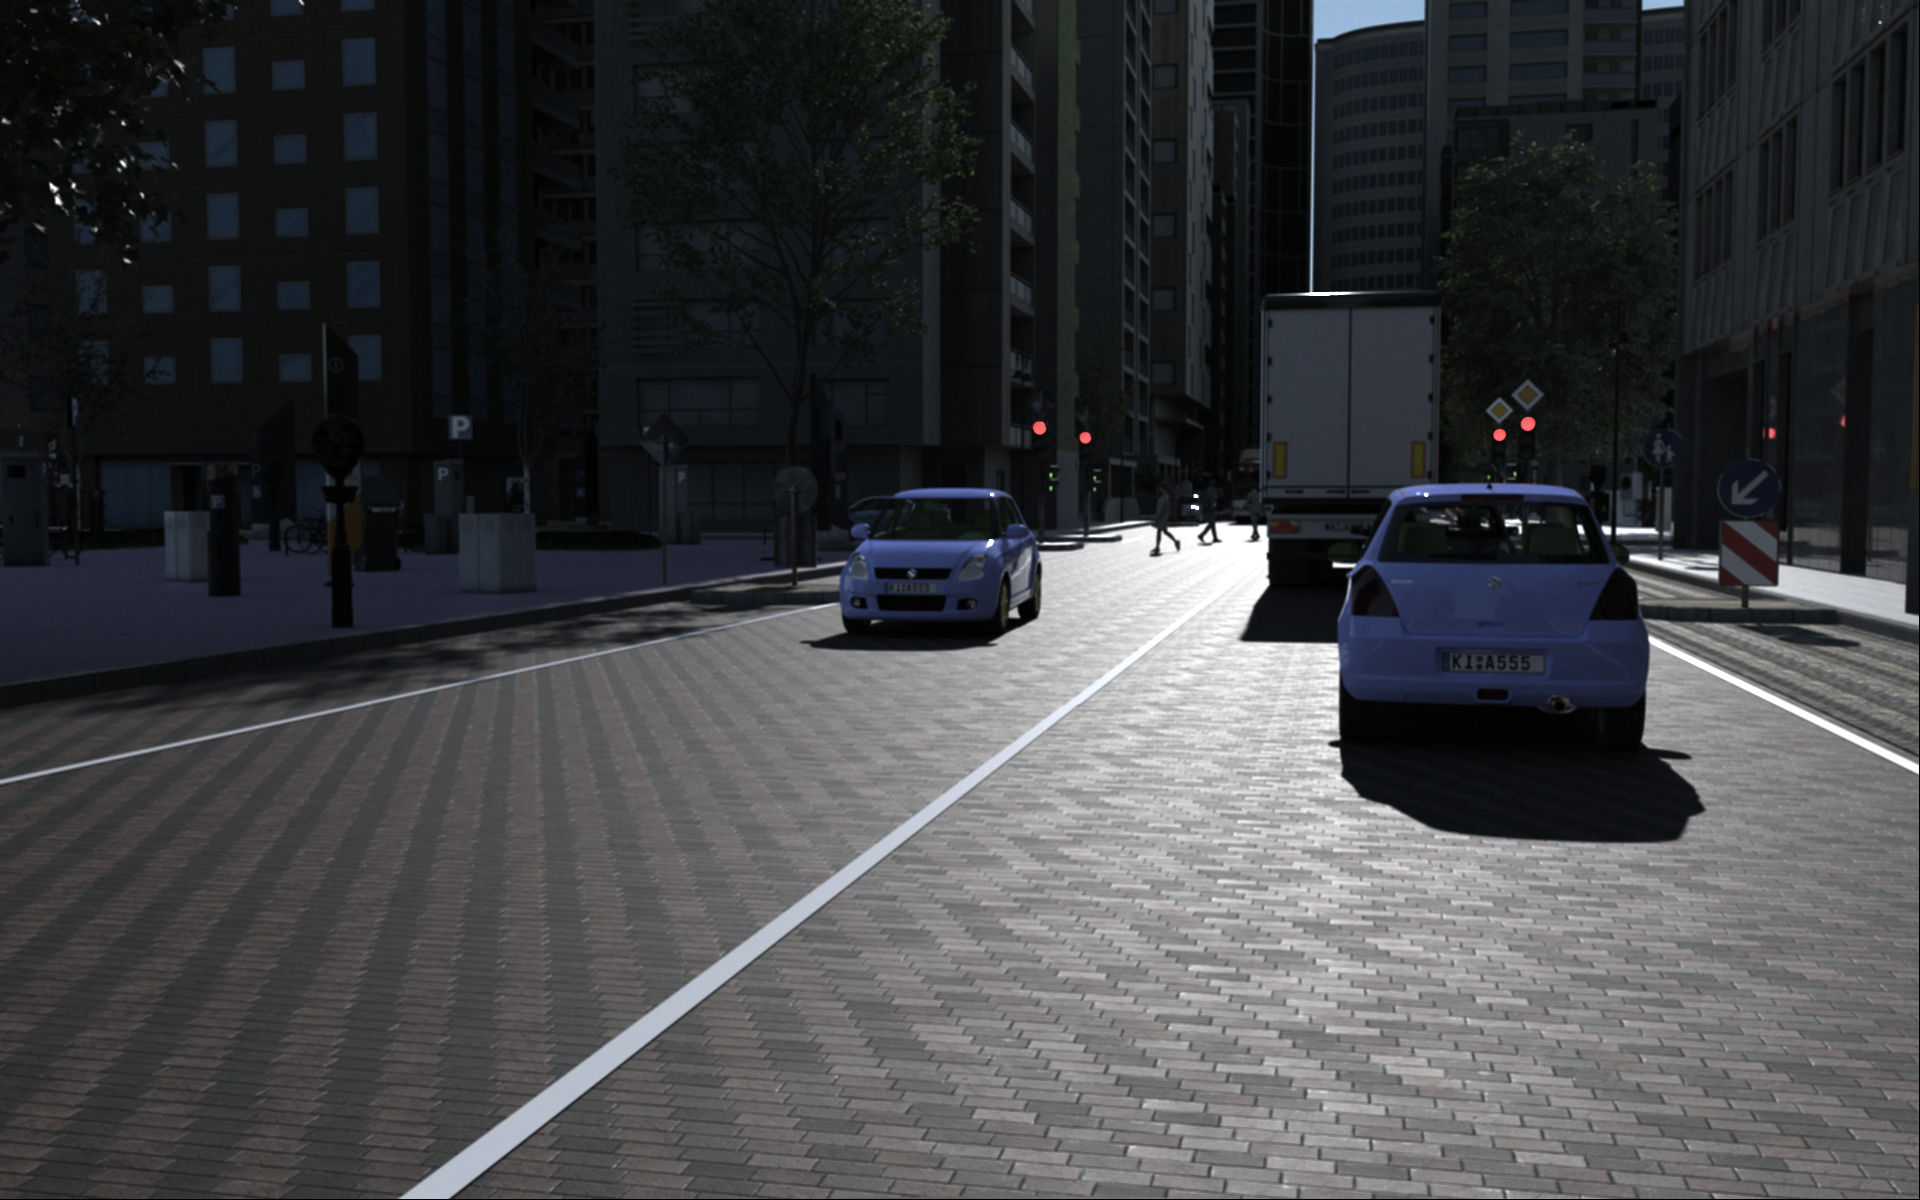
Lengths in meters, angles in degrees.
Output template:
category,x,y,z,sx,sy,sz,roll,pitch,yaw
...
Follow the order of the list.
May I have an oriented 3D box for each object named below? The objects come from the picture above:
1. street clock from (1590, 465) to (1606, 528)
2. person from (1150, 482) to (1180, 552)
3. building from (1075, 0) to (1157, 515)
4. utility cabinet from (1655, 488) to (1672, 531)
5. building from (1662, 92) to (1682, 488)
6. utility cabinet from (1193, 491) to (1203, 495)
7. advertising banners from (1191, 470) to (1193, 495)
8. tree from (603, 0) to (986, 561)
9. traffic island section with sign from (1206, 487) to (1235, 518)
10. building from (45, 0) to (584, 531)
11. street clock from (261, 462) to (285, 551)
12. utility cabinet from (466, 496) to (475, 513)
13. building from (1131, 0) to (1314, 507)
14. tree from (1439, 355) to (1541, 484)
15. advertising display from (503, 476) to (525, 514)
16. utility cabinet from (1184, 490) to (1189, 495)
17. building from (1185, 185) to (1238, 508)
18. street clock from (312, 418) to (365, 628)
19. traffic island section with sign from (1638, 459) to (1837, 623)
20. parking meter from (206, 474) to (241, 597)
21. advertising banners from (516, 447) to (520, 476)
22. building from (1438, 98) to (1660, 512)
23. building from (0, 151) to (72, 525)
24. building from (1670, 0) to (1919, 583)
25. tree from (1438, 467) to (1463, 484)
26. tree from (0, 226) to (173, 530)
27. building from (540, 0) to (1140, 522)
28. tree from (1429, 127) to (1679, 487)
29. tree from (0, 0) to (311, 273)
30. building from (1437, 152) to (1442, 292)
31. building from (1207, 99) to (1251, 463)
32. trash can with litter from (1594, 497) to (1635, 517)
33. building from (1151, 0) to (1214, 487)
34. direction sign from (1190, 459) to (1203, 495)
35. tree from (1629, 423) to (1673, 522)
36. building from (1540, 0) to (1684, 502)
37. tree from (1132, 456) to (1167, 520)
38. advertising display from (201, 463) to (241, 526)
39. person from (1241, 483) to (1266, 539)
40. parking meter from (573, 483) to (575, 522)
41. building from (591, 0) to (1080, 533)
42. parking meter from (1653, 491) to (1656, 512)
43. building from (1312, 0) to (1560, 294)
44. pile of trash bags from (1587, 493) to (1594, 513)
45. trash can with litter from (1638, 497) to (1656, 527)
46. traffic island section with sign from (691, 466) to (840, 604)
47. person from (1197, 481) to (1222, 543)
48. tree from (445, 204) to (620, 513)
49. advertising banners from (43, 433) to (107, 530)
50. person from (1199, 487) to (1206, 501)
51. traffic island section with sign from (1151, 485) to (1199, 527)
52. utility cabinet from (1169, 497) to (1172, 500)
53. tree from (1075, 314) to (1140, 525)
category,x,y,z,sx,sy,sz,roll,pitch,yaw
street clock,15.775,-2.342,42.858,0.358,2.002,0.471,0,4,-1
person,5.059,-2.050,42.768,0.760,1.731,0.466,-1,4,-21
building,4.463,-41.517,117.058,20.563,71.187,20.611,1,4,13
utility cabinet,24.190,-3.065,58.786,1.173,1.500,0.318,-1,4,-19
building,82.360,-32.449,180.659,14.200,45.320,14.600,1,4,13
utility cabinet,16.780,-6.813,120.070,1.173,1.500,0.318,1,4,23
advertising banners,14.601,-6.905,109.091,0.090,3.025,2.074,0,4,8
tree,-3.117,-6.566,33.109,9.928,11.665,9.643,0,3,0
traffic island section with sign,15.503,-5.805,103.538,1.989,1.847,2.006,1,4,13
building,-24.234,-25.464,66.451,14.200,45.320,14.600,1,4,13
street clock,-15.435,-2.103,38.960,0.358,2.002,0.471,3,5,42
utility cabinet,-32.034,-6.232,113.051,1.020,1.237,0.306,3,4,36
building,33.663,-47.739,218.788,20.611,71.187,20.563,1,4,13
tree,25.931,-8.094,82.704,4.737,8.622,4.395,0,3,0
advertising display,-15.628,-3.403,60.856,0.123,1.923,0.974,2,4,35
utility cabinet,13.667,-5.850,104.330,0.318,1.500,1.173,0,4,6
building,18.408,-23.882,162.176,14.160,30.474,14.107,1,4,13
street clock,-5.959,-0.739,16.657,0.471,2.002,0.358,-1,4,-16
traffic island section with sign,8.898,-0.707,20.185,1.989,1.847,2.006,1,4,13
parking meter,-9.282,-0.820,21.816,0.372,1.533,0.369,0,3,0
advertising banners,-16.634,-4.184,64.602,0.090,3.025,2.074,-2,4,-25
building,44.232,-21.987,131.182,14.160,30.474,14.107,1,4,13
building,-51.753,-32.710,76.810,28.212,58.520,21.231,1,4,13
building,20.432,-12.907,29.059,12.078,24.808,19.932,1,4,13
tree,31.466,-7.160,111.667,1.663,3.219,1.824,0,3,0
tree,-23.998,-5.923,47.197,4.360,8.622,3.978,0,3,0
building,-7.464,-24.330,89.670,32.217,40.220,23.993,1,4,13
tree,20.461,-9.343,59.421,9.857,13.997,8.962,0,3,0
tree,-8.275,-5.602,8.600,9.611,12.733,9.660,0,3,0
building,47.042,-22.831,144.984,14.160,30.474,14.107,1,4,13
building,21.692,-30.088,175.533,14.154,41.232,14.086,1,4,13
trash can with litter,33.107,-4.761,88.902,2.233,1.210,1.678,-2,4,-31
building,6.429,-33.833,142.405,28.713,52.752,27.495,1,4,13
direction sign,15.362,-7.382,112.697,0.876,3.537,0.379,-1,4,-14
tree,32.684,-5.889,79.994,4.285,4.588,4.351,0,3,0
building,85.707,-40.758,208.390,28.212,58.520,21.231,1,4,13
tree,9.419,-5.666,87.239,1.663,3.219,1.824,0,3,0
advertising display,-15.496,-1.905,36.364,0.123,1.923,0.974,1,4,19
person,9.327,-2.818,54.849,0.678,1.792,0.850,-1,4,-18
parking meter,-17.628,-4.535,79.851,0.255,1.863,0.399,1,4,12
building,-3.731,-23.092,61.156,14.154,41.232,14.086,1,4,13
parking meter,42.731,-5.985,106.270,0.372,1.533,0.369,0,3,0
building,57.978,-41.111,214.157,28.212,58.520,21.231,1,4,13
pile of trash bags,37.753,-6.017,108.131,3.447,1.369,1.912,0,4,-2
trash can with litter,27.009,-3.428,67.431,1.055,1.170,0.624,0,4,0
traffic island section with sign,-2.373,-0.910,23.500,1.989,1.847,2.006,1,4,13
person,7.424,-2.610,51.268,0.850,1.850,0.679,-1,4,-17
tree,-11.090,-5.797,45.139,4.360,8.622,3.978,0,3,0
advertising banners,-25.822,-3.324,50.539,0.090,3.025,2.074,1,4,23
person,12.794,-5.020,90.849,0.520,1.790,0.573,1,4,15
traffic island section with sign,9.634,-4.196,77.227,1.989,1.847,2.006,1,4,13
utility cabinet,13.286,-6.013,109.481,0.306,1.237,1.020,-1,4,-15
tree,5.360,-7.422,71.719,4.737,8.622,4.395,0,3,0
